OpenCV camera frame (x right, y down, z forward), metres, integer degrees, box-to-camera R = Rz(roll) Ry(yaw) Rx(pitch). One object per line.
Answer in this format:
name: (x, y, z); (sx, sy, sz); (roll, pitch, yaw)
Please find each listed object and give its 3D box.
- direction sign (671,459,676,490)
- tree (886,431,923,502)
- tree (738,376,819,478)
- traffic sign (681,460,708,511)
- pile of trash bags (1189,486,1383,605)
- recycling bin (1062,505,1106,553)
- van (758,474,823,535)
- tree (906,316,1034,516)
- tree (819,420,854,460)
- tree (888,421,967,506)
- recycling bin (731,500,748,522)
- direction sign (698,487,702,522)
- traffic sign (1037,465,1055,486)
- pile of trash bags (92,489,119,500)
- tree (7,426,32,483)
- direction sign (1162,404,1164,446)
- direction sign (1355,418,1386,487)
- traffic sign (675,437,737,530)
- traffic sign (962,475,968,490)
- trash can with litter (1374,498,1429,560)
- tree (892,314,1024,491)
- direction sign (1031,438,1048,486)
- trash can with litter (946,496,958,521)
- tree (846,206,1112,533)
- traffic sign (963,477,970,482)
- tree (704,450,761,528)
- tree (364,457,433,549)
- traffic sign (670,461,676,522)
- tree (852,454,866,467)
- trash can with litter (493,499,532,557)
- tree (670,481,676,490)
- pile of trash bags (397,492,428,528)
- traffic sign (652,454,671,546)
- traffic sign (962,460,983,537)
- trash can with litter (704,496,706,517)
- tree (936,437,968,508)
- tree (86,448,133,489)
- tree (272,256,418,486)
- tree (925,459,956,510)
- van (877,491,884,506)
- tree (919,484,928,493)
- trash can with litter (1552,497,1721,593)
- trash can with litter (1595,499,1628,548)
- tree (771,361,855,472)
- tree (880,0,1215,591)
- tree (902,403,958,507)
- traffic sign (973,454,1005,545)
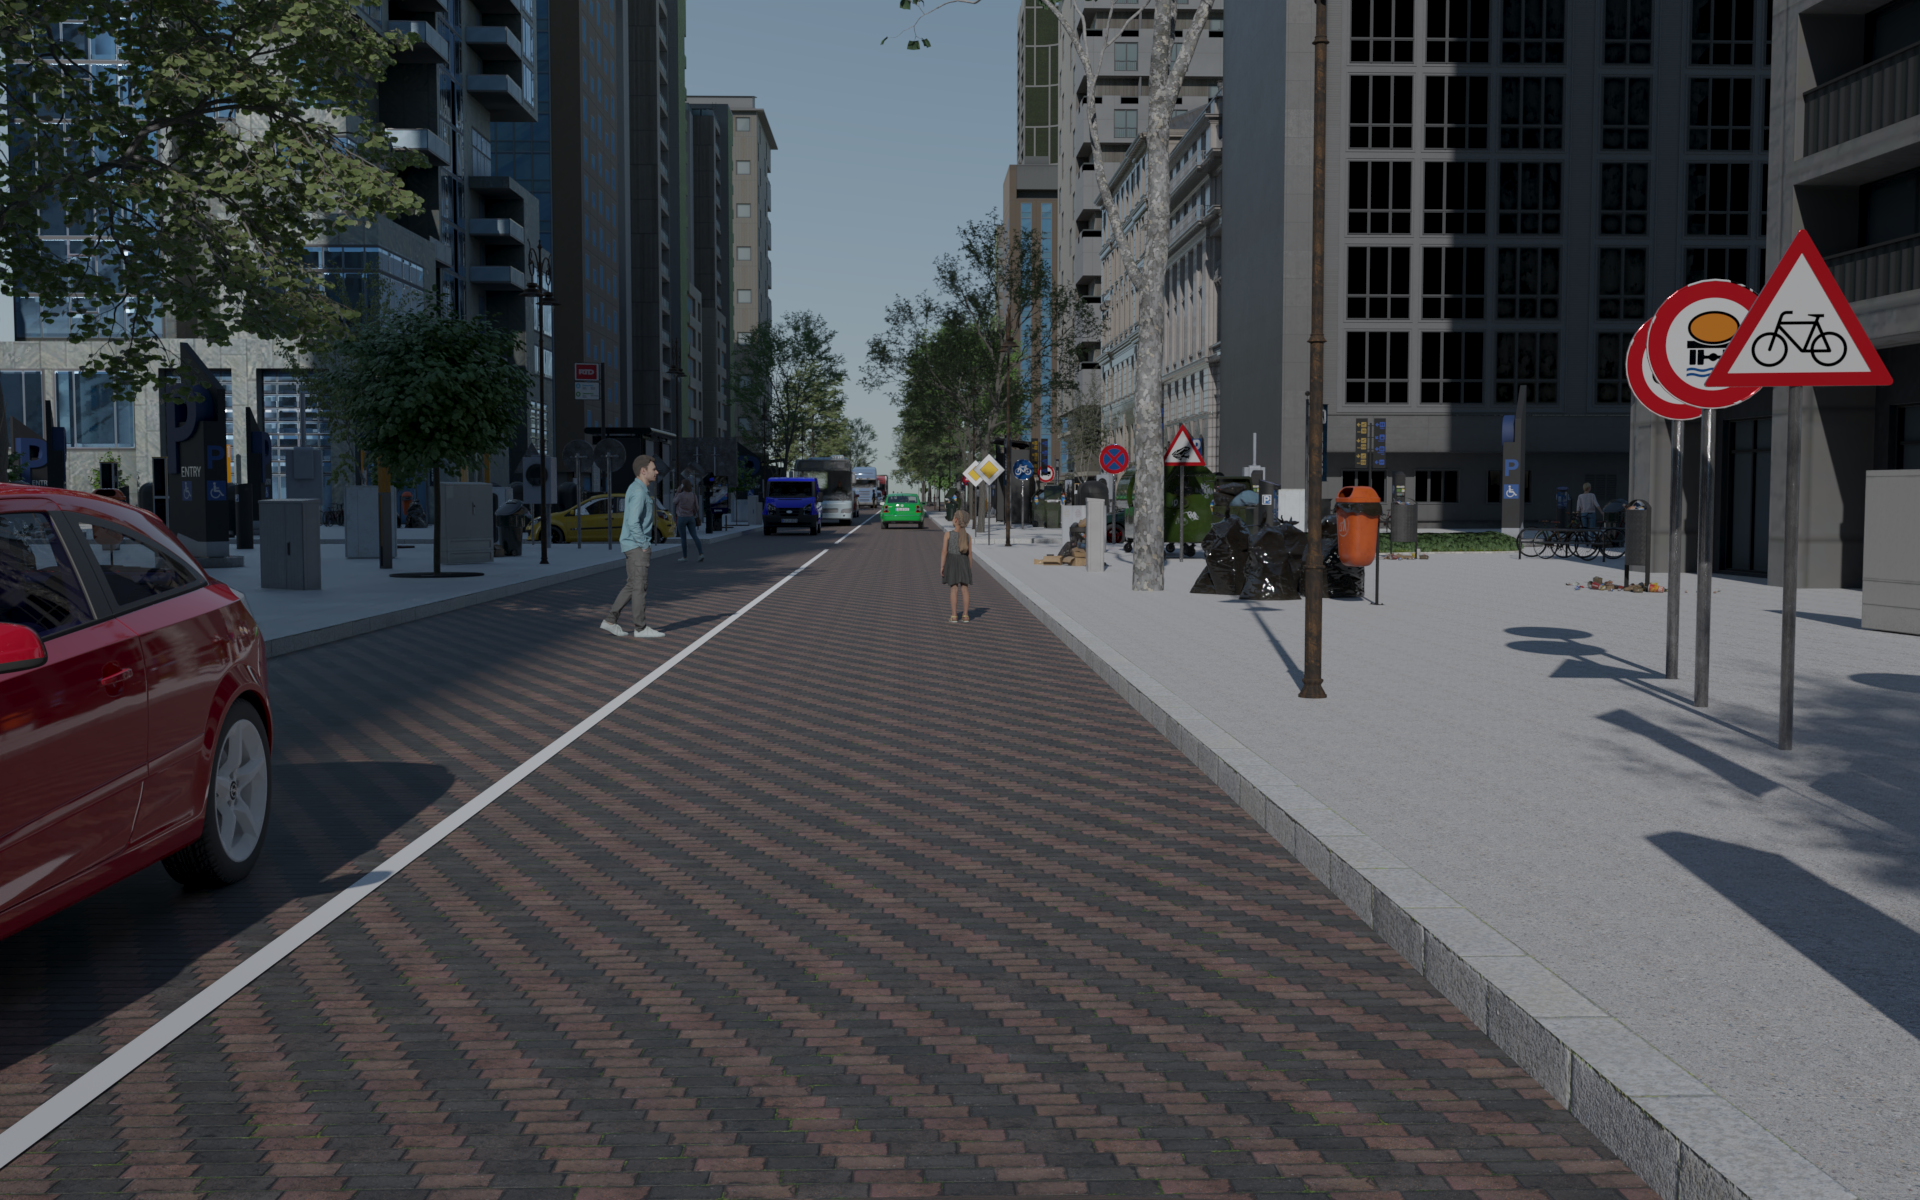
direction sign: (-18.818, -7.392, 112.851); (0.379, 3.537, 0.876); (3, 5, 43)
tree: (-5.211, -20.055, 238.272); (12.009, 13.543, 11.850); (0, 3, 0)
tree: (-11.441, -9.545, 106.417); (4.360, 8.622, 3.978); (0, 3, 0)
traffic sign: (-7.827, -2.898, 51.025); (0.795, 2.450, 0.064); (0, 4, -2)
pile of trash bags: (4.235, -0.708, 21.330); (1.912, 1.369, 3.447); (-1, 4, -15)
recycling bin: (2.722, -1.555, 37.975); (0.722, 1.027, 0.722); (-3, 5, -40)
van: (-5.968, -3.518, 61.896); (2.240, 2.365, 5.245); (0, 4, -3)
tree: (0.459, -10.649, 99.864); (9.928, 11.665, 9.643); (0, 3, 0)
tree: (-11.657, -12.465, 154.167); (4.360, 8.622, 3.978); (0, 3, 0)
tree: (-3.290, -16.937, 193.924); (9.611, 12.733, 9.660); (0, 3, 0)
recycling bin: (-10.114, -4.105, 79.676); (0.722, 1.027, 0.722); (-1, 4, -20)
direction sign: (-12.170, -5.412, 80.478); (0.876, 3.537, 0.379); (-3, 5, -45)
traffic sign: (3.723, -4.586, 75.089); (0.768, 2.556, 0.104); (0, 4, 5)
pile of trash bags: (-15.376, -1.124, 28.128); (3.447, 1.369, 1.912); (-1, 4, -17)
tree: (-22.901, -2.841, 41.056); (1.663, 3.219, 1.824); (0, 3, 0)
direction sign: (4.759, -3.128, 43.146); (0.876, 3.537, 0.379); (-3, 5, -41)
direction sign: (12.253, -3.654, 51.748); (0.876, 3.537, 0.379); (0, 4, 5)
traffic sign: (-9.093, -4.172, 62.079); (2.265, 3.308, 0.079); (0, 4, 7)
traffic sign: (0.494, -6.571, 107.535); (0.768, 2.556, 0.104); (0, 4, 1)
trash can with litter: (8.357, -1.417, 34.224); (2.233, 1.210, 1.678); (0, 4, -2)
tree: (-0.195, -12.885, 117.319); (9.857, 13.997, 8.962); (0, 3, 0)
direction sign: (3.233, -4.800, 70.485); (0.876, 3.537, 0.379); (-3, 4, -38)
trash can with litter: (-0.139, -4.265, 81.122); (1.055, 1.170, 0.624); (1, 4, 22)
tree: (0.660, -7.496, 56.979); (8.767, 10.594, 7.601); (0, 4, 1)
traffic sign: (0.570, -4.520, 73.902); (0.884, 2.594, 0.081); (0, 4, 3)
tree: (-9.069, -4.590, 69.646); (1.663, 3.219, 1.824); (0, 3, 0)
tree: (-13.483, -2.834, 40.945); (1.663, 3.219, 1.824); (0, 3, 0)
traffic sign: (-10.878, -4.024, 65.897); (0.768, 2.556, 0.104); (0, 4, 8)
tree: (-16.840, -20.415, 284.141); (4.737, 8.622, 4.395); (0, 3, 0)
trash can with litter: (-9.308, -1.472, 35.449); (0.624, 1.170, 1.055); (1, 4, 22)
tree: (-18.927, -7.374, 115.170); (1.663, 3.219, 1.824); (0, 3, 0)
pile of trash bags: (-21.264, -3.450, 66.152); (1.912, 1.369, 3.447); (-1, 4, -13)
traffic sign: (-7.566, -2.410, 43.045); (0.795, 2.450, 0.064); (0, 4, -2)
traffic sign: (0.464, -2.913, 51.275); (0.795, 2.450, 0.064); (0, 4, -2)
trash can with litter: (-14.364, -5.135, 95.348); (1.055, 1.170, 0.624); (2, 4, 32)
tree: (-1.153, -12.615, 156.623); (4.360, 8.622, 3.978); (0, 3, 0)
tree: (-34.537, -4.652, 70.667); (1.663, 3.219, 1.824); (0, 3, 0)
tree: (-18.518, -6.274, 52.945); (4.737, 8.622, 4.395); (0, 3, 0)
tree: (-1.225, -9.734, 142.871); (4.285, 4.588, 4.351); (0, 3, 0)
van: (-10.366, -12.653, 213.890); (2.013, 2.044, 4.112); (0, 4, -2)
tree: (-5.905, -17.659, 283.318); (1.663, 3.219, 1.824); (0, 3, 0)
trash can with litter: (8.997, -0.748, 23.292); (1.678, 1.210, 2.233); (-1, 4, -9)
trash can with litter: (15.629, -1.839, 41.458); (0.624, 1.170, 1.055); (3, 5, 45)
tree: (-12.546, -13.902, 145.423); (7.486, 12.596, 7.792); (0, 3, 0)
tree: (3.564, -10.253, 23.527); (12.611, 20.169, 13.585); (0, 3, 0)
tree: (-2.513, -15.896, 178.027); (7.486, 12.596, 7.792); (0, 3, 0)
traffic sign: (0.724, -2.425, 43.294); (0.795, 2.450, 0.064); (0, 4, -2)
